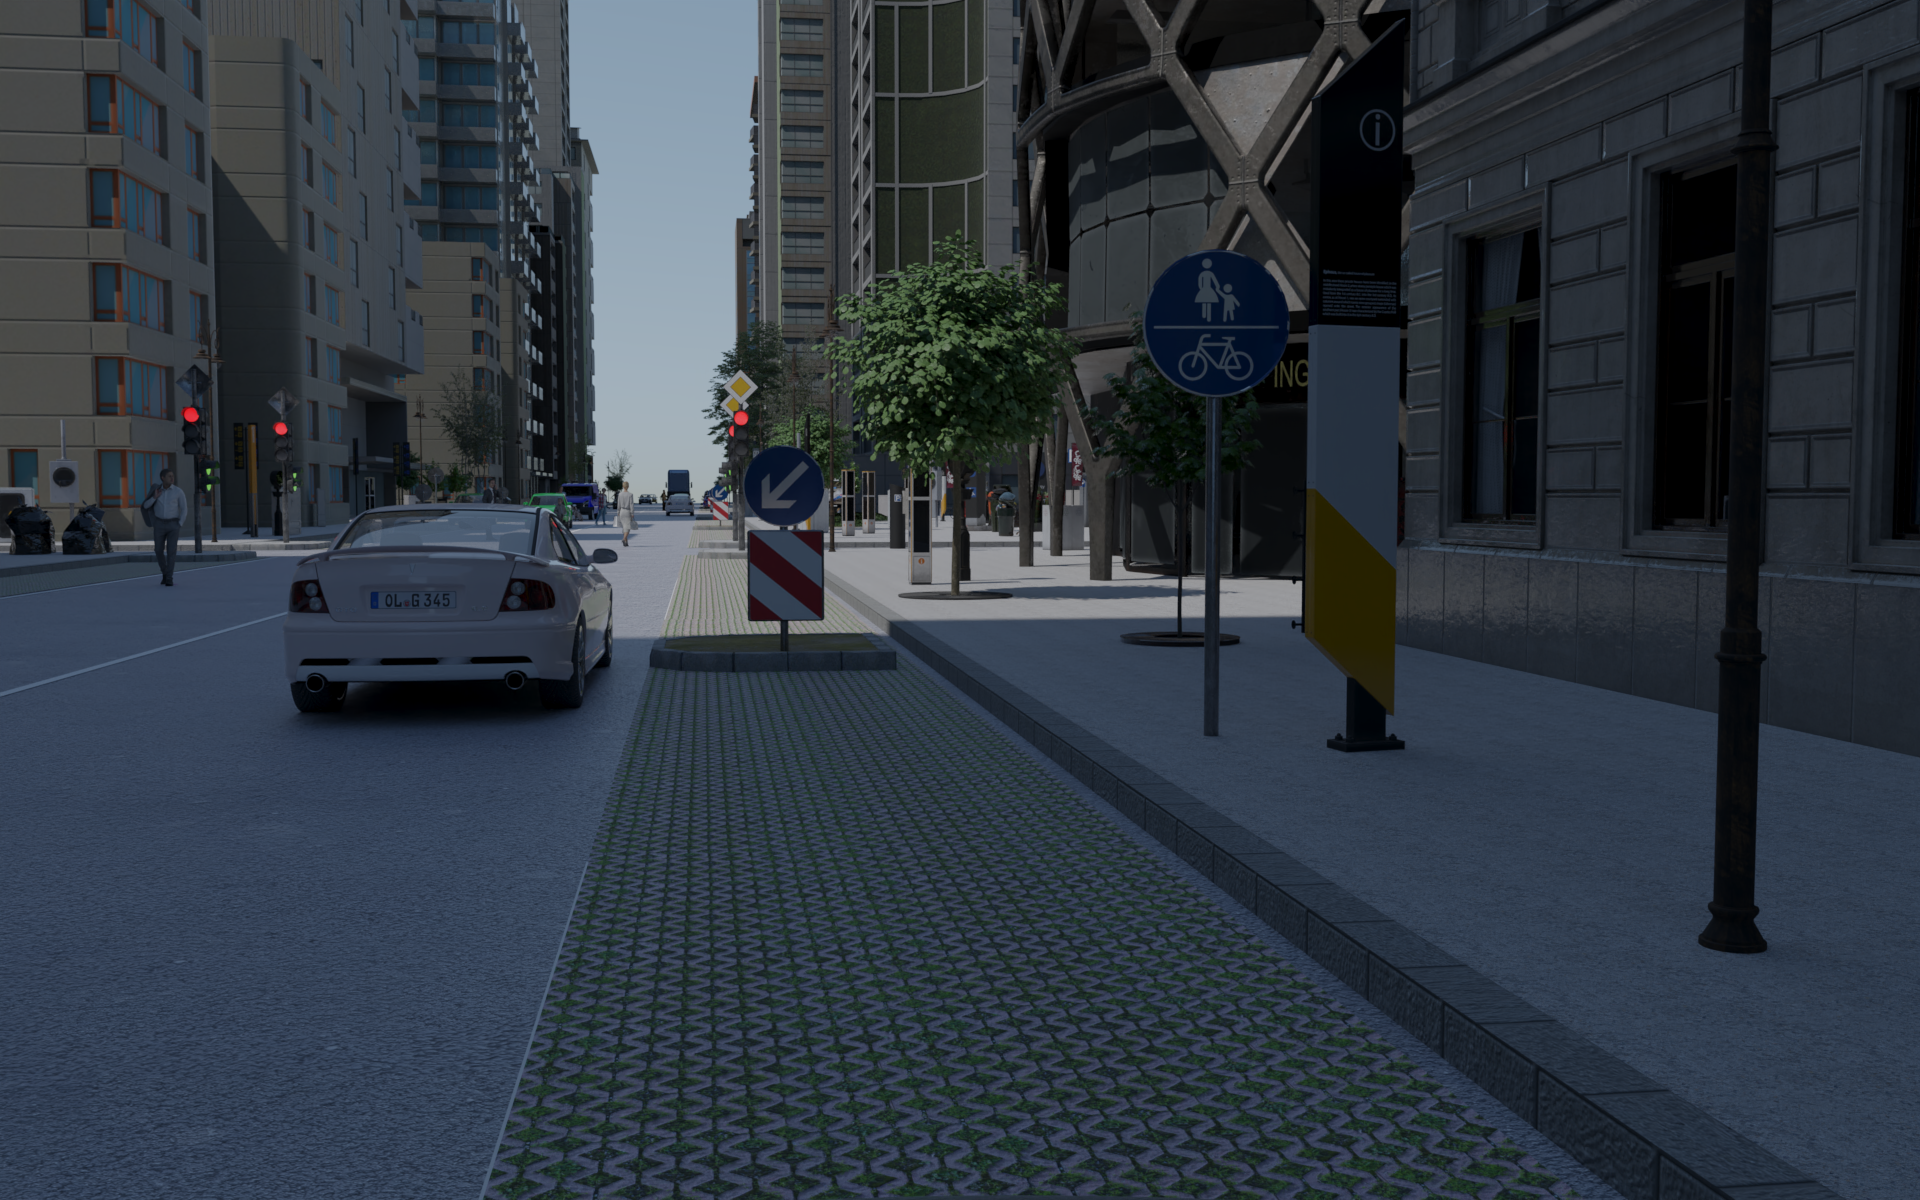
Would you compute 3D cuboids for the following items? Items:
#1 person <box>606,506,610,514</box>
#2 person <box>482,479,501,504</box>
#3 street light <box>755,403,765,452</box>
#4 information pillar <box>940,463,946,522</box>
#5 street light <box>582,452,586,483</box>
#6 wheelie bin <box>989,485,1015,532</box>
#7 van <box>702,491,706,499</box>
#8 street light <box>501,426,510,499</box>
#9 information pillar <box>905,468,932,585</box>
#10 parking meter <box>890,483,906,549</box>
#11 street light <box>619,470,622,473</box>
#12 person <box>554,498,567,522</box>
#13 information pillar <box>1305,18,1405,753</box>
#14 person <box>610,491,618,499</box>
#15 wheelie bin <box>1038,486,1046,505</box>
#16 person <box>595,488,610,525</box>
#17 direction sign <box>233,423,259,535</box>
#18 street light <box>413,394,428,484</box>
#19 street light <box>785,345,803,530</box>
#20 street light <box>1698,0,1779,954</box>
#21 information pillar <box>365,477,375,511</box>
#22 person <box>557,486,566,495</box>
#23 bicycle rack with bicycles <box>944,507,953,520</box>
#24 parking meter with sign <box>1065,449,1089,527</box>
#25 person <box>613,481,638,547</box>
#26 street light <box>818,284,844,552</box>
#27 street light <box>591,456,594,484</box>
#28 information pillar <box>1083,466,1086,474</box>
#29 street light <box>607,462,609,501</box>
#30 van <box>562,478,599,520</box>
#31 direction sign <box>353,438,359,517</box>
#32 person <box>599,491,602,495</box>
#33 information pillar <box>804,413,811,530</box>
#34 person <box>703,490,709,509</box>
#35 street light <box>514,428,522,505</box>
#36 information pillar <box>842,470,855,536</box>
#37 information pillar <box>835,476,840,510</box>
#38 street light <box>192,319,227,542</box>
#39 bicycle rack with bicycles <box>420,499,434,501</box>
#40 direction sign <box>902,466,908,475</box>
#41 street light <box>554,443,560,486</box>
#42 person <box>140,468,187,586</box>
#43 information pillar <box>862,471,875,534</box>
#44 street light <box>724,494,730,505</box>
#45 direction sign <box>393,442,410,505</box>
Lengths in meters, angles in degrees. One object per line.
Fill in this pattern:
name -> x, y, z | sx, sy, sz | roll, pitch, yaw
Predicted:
person -> -24.330, -6.340, 117.656 | 1.012, 1.151, 0.738 | 0, 4, 1
person -> -14.508, -2.804, 53.715 | 0.474, 1.900, 0.648 | 0, 4, 1
street light -> -10.056, -7.013, 87.448 | 0.468, 5.910, 1.993 | -1, 4, -8
information pillar -> -0.770, -5.481, 80.971 | 0.183, 3.616, 0.504 | -1, 4, -18
street light -> -41.023, -13.243, 189.308 | 0.468, 5.910, 1.993 | -1, 4, -8
wheelie bin -> 1.428, -3.079, 58.252 | 0.980, 1.594, 0.693 | 2, 4, 32
van -> -32.400, -13.280, 224.133 | 2.013, 2.044, 4.112 | -1, 4, -8
street light -> -29.833, -8.617, 113.675 | 0.468, 5.910, 1.993 | -1, 4, -8
information pillar -> -0.566, -1.222, 24.475 | 0.304, 2.012, 0.304 | -1, 4, -10
parking meter -> -1.464, -1.971, 40.629 | 0.372, 1.533, 0.369 | 0, 3, 0
street light -> -53.072, -18.205, 270.437 | 0.468, 5.910, 1.993 | -1, 4, -8
person -> -14.044, -2.943, 60.893 | 0.640, 1.303, 0.475 | 3, 5, 41
information pillar -> 1.967, -1.054, 8.593 | 0.504, 3.616, 0.183 | -1, 4, -19
person -> -36.928, -10.835, 185.784 | 0.705, 1.807, 1.348 | 3, 5, 42
wheelie bin -> 2.950, -3.770, 69.547 | 0.980, 1.594, 0.693 | -2, 4, -35
person -> -16.488, -4.313, 79.850 | 0.643, 1.720, 0.563 | 2, 4, 30
direction sign -> -22.631, -3.852, 54.975 | 0.876, 3.537, 0.379 | 1, 4, 14
street light -> -24.944, -6.567, 80.163 | 0.468, 5.910, 1.993 | -1, 4, -8
street light -> -5.159, -4.963, 53.938 | 0.468, 5.910, 1.993 | -1, 4, -8
street light -> 2.194, -1.954, 4.740 | 0.468, 5.910, 1.993 | -1, 4, -8
information pillar -> -26.089, -4.409, 76.586 | 0.304, 2.012, 0.304 | 2, 4, 32
person -> -17.981, -4.236, 77.856 | 0.616, 1.811, 0.778 | -2, 4, -24
bicycle rack with bicycles -> 0.654, -4.503, 87.009 | 2.925, 0.926, 2.852 | -3, 4, -38
parking meter with sign -> 5.012, -4.315, 66.812 | 1.738, 3.016, 0.543 | -2, 4, -35
person -> -9.127, -2.341, 47.126 | 0.694, 1.780, 0.624 | 2, 4, 30
street light -> -2.835, -4.003, 38.231 | 0.468, 5.910, 1.993 | -1, 4, -8
street light -> -43.160, -14.097, 203.280 | 0.468, 5.910, 1.993 | -1, 4, -8
information pillar -> 6.379, -5.920, 88.150 | 0.183, 3.616, 0.504 | -3, 4, -36
street light -> -48.056, -16.147, 236.791 | 0.468, 5.910, 1.993 | -1, 4, -8
van -> -21.387, -5.678, 97.227 | 2.240, 2.365, 5.245 | 0, 4, -7
direction sign -> -24.384, -4.768, 69.949 | 0.379, 3.537, 0.876 | -2, 4, -31
person -> -38.592, -10.853, 186.043 | 1.348, 1.812, 0.705 | 0, 4, 6
information pillar -> -4.419, -3.598, 50.186 | 0.183, 3.616, 0.504 | -1, 4, -16
person -> -24.366, -9.683, 166.827 | 0.705, 1.822, 1.348 | 3, 4, 37
street light -> -30.999, -9.111, 121.747 | 0.468, 5.910, 1.993 | -1, 4, -8
information pillar -> -3.396, -2.949, 52.709 | 0.304, 2.012, 0.304 | -2, 4, -30
information pillar -> -6.134, -5.765, 85.618 | 0.504, 3.616, 0.183 | 3, 5, 44
street light -> -19.806, -4.468, 45.837 | 0.468, 5.910, 1.993 | -1, 4, -8
bicycle rack with bicycles -> -36.244, -6.380, 117.702 | 2.852, 0.926, 2.925 | -1, 4, -23
direction sign -> -2.684, -5.699, 85.183 | 0.379, 3.537, 0.876 | 1, 4, 21
street light -> -36.120, -11.178, 155.547 | 0.468, 5.910, 1.993 | -1, 4, -8
person -> -12.488, -1.136, 27.182 | 0.679, 1.850, 0.850 | -1, 4, -17
information pillar -> -2.953, -3.154, 56.057 | 0.304, 2.012, 0.304 | -3, 5, -41
street light -> -28.374, -14.565, 210.930 | 0.468, 5.910, 1.993 | -1, 4, -8
direction sign -> -24.378, -5.118, 75.673 | 0.876, 3.537, 0.379 | 1, 4, 20
